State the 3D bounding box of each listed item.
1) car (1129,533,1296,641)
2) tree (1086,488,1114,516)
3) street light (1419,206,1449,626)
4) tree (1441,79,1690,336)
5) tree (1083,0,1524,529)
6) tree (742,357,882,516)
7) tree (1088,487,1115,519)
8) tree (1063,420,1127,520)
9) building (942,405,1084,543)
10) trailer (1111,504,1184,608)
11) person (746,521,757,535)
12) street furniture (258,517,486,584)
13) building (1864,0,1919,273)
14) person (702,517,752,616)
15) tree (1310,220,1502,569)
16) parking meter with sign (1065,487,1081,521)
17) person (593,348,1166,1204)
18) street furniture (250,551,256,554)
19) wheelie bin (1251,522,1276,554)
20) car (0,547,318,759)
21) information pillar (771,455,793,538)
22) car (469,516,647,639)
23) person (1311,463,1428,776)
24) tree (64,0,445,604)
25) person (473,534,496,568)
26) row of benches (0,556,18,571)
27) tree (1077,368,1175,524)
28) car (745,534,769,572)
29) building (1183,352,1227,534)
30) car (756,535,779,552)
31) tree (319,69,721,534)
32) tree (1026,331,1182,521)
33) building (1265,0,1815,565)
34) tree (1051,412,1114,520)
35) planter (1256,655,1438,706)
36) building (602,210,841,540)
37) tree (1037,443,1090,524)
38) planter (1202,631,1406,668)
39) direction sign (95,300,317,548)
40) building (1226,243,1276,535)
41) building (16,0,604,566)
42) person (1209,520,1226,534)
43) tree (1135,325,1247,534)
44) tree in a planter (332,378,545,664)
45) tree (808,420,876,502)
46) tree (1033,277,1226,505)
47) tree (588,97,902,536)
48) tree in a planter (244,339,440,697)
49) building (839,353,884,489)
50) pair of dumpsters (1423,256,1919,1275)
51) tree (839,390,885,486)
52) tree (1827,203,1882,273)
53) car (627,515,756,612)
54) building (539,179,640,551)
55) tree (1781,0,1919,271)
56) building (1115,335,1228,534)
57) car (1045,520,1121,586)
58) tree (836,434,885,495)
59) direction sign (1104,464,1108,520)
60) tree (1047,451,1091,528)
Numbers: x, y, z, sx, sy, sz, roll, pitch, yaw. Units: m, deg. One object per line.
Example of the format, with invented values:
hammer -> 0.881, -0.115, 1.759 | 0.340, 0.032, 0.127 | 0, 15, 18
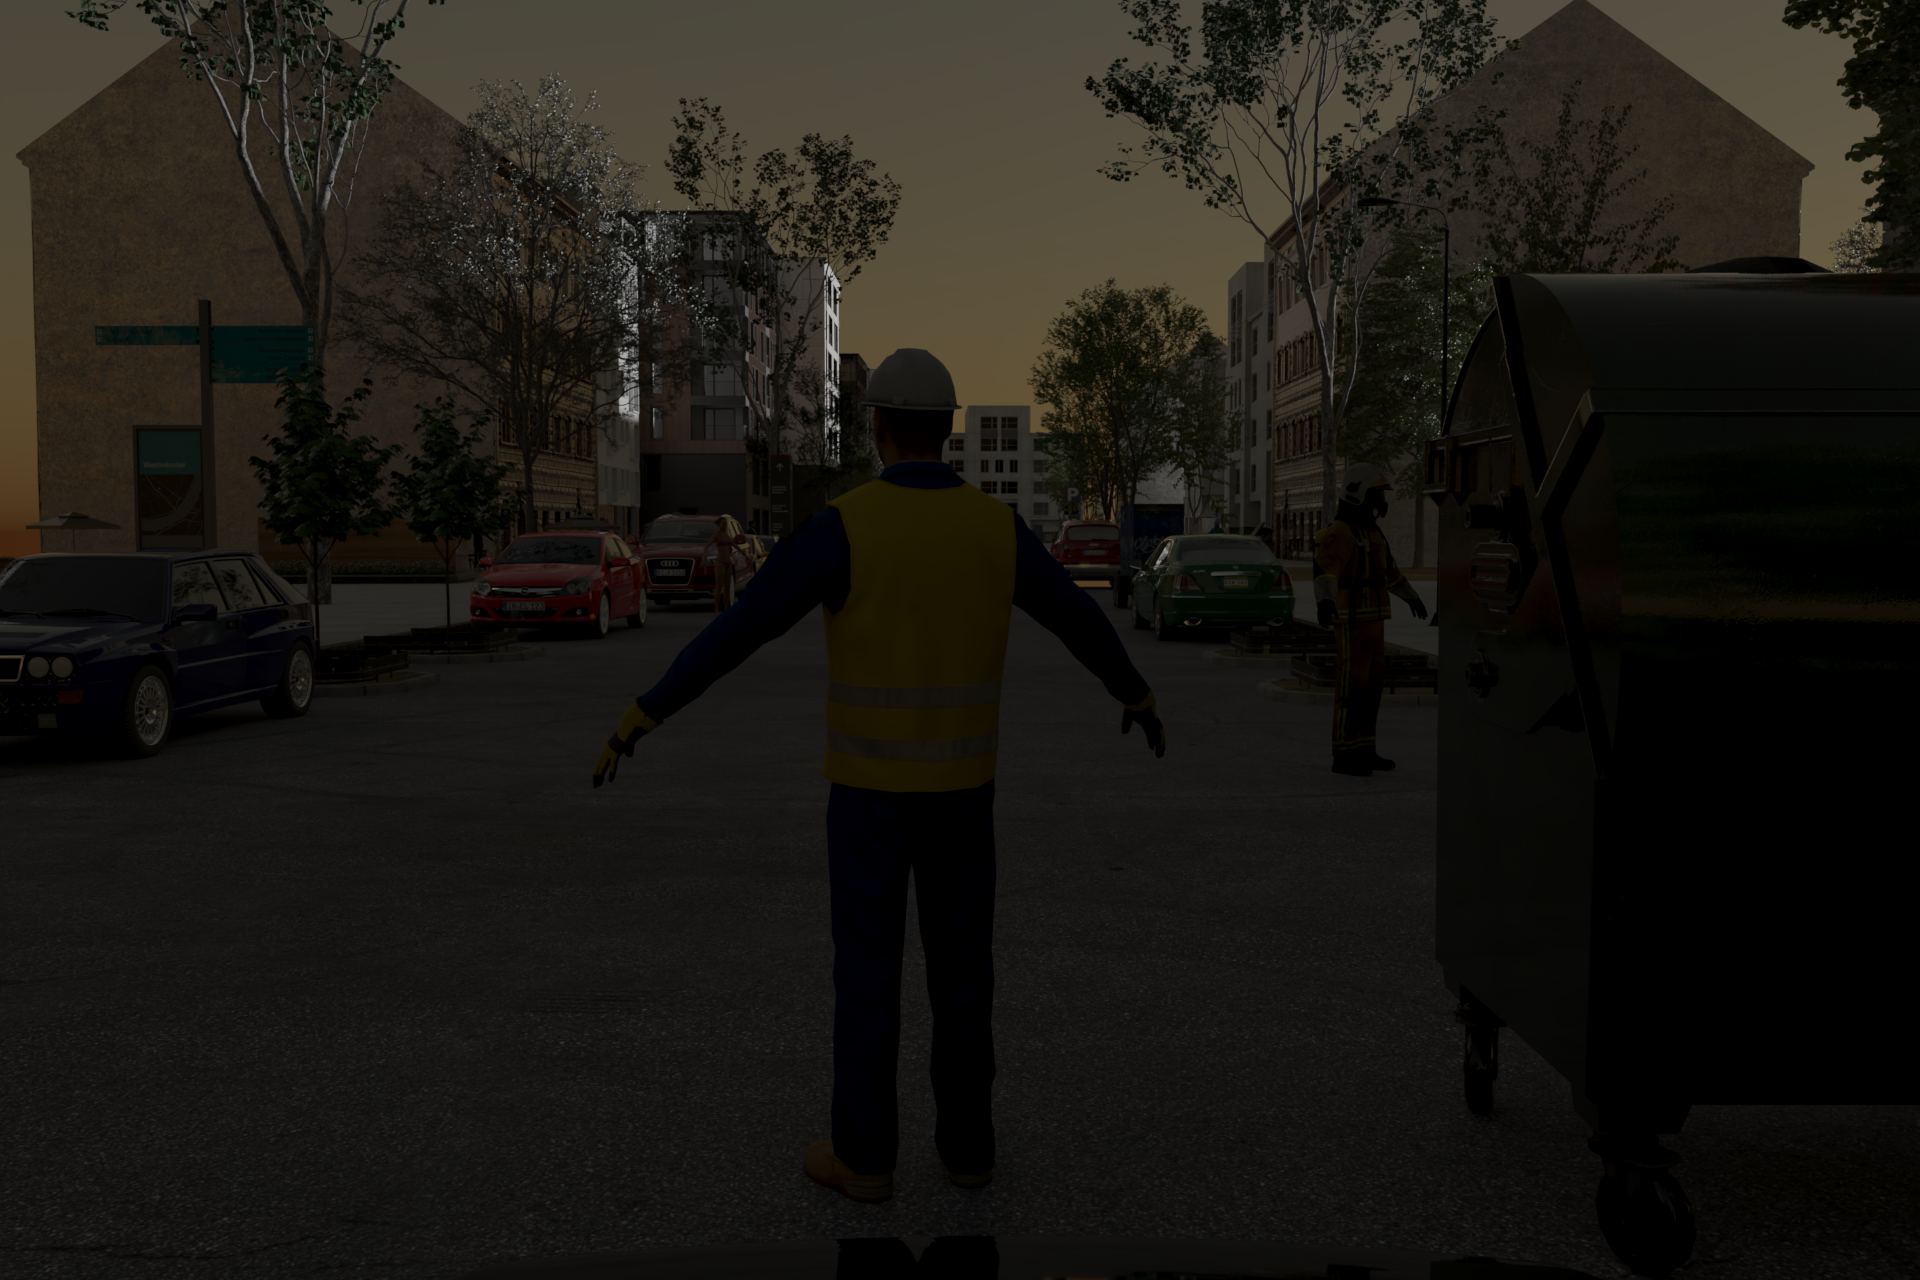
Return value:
car -> 3.531, -0.787, 24.661 | 2.131, 1.459, 4.920 | 0, 4, -1
tree -> 20.128, -17.920, 243.352 | 4.360, 8.622, 3.978 | 0, 3, 0
street light -> 7.245, -3.146, 23.979 | 1.470, 5.913, 1.316 | 0, 4, 1
tree -> 10.008, -4.822, 29.205 | 4.737, 8.622, 4.395 | 0, 3, 0
tree -> 8.414, -11.568, 45.024 | 12.611, 20.169, 13.585 | 0, 3, 0
tree -> -7.918, -9.643, 92.078 | 8.767, 10.594, 7.601 | 1, 4, 18
tree -> 19.803, -17.569, 237.619 | 4.360, 8.622, 3.978 | 0, 3, 0
tree -> 8.122, -9.654, 108.199 | 4.737, 8.622, 4.395 | 0, 3, 0
building -> 0.921, -22.957, 244.261 | 31.486, 18.905, 16.747 | 0, 4, -1
trailer -> 3.739, -1.679, 34.502 | 1.471, 1.999, 3.904 | 0, 3, 0
person -> -7.105, -3.252, 59.898 | 0.721, 1.740, 1.216 | 1, 4, 21
street furniture -> -17.595, -2.460, 47.069 | 9.812, 1.723, 11.010 | 0, 4, -6
building -> 26.491, -14.052, 27.021 | 12.463, 27.353, 25.104 | 0, 4, 0
person -> -4.071, -1.276, 30.123 | 0.721, 1.733, 1.217 | 2, 4, 35
tree -> 16.839, -8.900, 63.644 | 7.486, 12.596, 7.792 | 0, 3, 0
parking meter with sign -> 4.161, -4.111, 63.482 | 0.543, 3.016, 1.738 | 0, 4, 1
person -> -0.115, 0.282, 3.817 | 1.349, 1.833, 0.705 | -1, 4, -21
street furniture -> -29.835, -2.777, 61.035 | 10.072, 0.657, 5.734 | 0, 4, -7
wheelie bin -> 7.668, -2.209, 44.026 | 0.693, 1.594, 0.980 | 0, 4, 0
car -> -6.019, 0.018, 12.280 | 1.945, 1.354, 3.894 | 0, 4, 0
information pillar -> -5.846, -4.126, 56.842 | 0.750, 3.857, 0.750 | 0, 4, 2
car -> -5.739, -0.979, 25.046 | 2.155, 1.783, 4.494 | 0, 4, 1
person -> 2.426, -0.133, 10.398 | 0.705, 1.858, 1.354 | 3, 4, 38
tree -> -13.049, -10.674, 30.403 | 12.611, 20.169, 13.585 | 0, 3, 0
person -> -18.237, -3.635, 65.651 | 0.704, 1.802, 1.346 | 3, 5, 40
row of benches -> -26.844, -2.003, 48.219 | 1.422, 0.672, 4.104 | 2, 4, 26
tree -> 7.016, -7.680, 75.925 | 4.737, 8.622, 4.395 | 0, 3, 0
car -> -5.463, -1.889, 41.111 | 2.015, 1.641, 3.980 | 0, 4, 1
building -> 28.249, -19.664, 177.919 | 16.016, 20.090, 11.380 | 0, 4, 1
car -> -5.565, -2.115, 46.584 | 2.014, 1.417, 4.499 | 0, 4, 1
tree -> -11.546, -8.310, 46.245 | 12.009, 13.543, 11.850 | 0, 3, 0
tree -> 7.394, -9.883, 87.341 | 9.928, 11.665, 9.643 | 0, 3, 0
building -> 25.381, -15.257, 80.376 | 19.493, 23.208, 18.063 | 0, 4, 0
tree -> 7.752, -9.281, 102.105 | 4.360, 8.622, 3.978 | 0, 3, 0
planter -> 3.690, 0.352, 15.382 | 1.991, 0.319, 1.994 | 0, 4, 0
building -> -23.897, -17.250, 126.012 | 27.936, 21.610, 32.646 | 0, 4, 1
tree -> 7.402, -10.662, 124.693 | 4.737, 8.622, 4.395 | 0, 3, 0
planter -> 3.776, 0.099, 19.529 | 1.991, 0.319, 1.994 | 0, 3, 0
direction sign -> -8.602, -1.936, 20.416 | 2.525, 3.948, 1.411 | 0, 4, 1
building -> 26.809, -14.615, 105.409 | 16.747, 18.905, 31.486 | 0, 4, 1
building -> -27.675, -15.115, 78.056 | 19.493, 23.208, 18.063 | 0, 4, 1
person -> 9.863, -3.702, 66.656 | 1.347, 1.817, 0.704 | -1, 4, -18
tree -> 8.202, -6.738, 60.530 | 4.737, 8.622, 4.395 | 0, 3, 0
tree in a planter -> -5.941, -1.394, 20.018 | 1.991, 3.239, 1.994 | 0, 4, 2
tree -> -7.688, -9.348, 103.209 | 4.360, 8.622, 3.978 | 0, 3, 0
tree -> 6.771, -8.769, 69.123 | 9.928, 11.665, 9.643 | 0, 3, 0
tree -> -9.594, -13.512, 76.811 | 12.611, 20.169, 13.585 | 0, 3, 0
tree in a planter -> -5.999, -1.154, 16.084 | 1.991, 3.239, 1.994 | 0, 4, 1
building -> -21.694, -22.523, 212.230 | 27.936, 21.610, 32.646 | 0, 4, 1
pair of dumpsters -> 3.331, 0.068, 3.833 | 4.436, 2.255, 1.574 | 0, 4, 0
tree -> -7.466, -14.527, 147.892 | 12.009, 13.543, 11.850 | 0, 3, 0
tree -> 29.073, -8.544, 50.061 | 12.009, 13.543, 11.850 | 0, 3, 0
car -> -5.210, -1.533, 33.733 | 2.281, 1.827, 5.304 | 0, 4, 0
building -> -24.881, -14.516, 93.759 | 16.016, 20.090, 11.380 | 0, 4, 1
tree -> 9.533, -5.746, 12.068 | 7.486, 12.596, 7.792 | 0, 3, 0
building -> 27.970, -22.616, 200.705 | 19.493, 23.208, 18.063 | 0, 4, 1
car -> 3.451, -2.329, 46.748 | 2.281, 1.827, 5.304 | 0, 4, 1
tree -> -7.151, -10.587, 123.454 | 4.737, 8.622, 4.395 | 0, 3, 0
direction sign -> 4.733, -3.925, 56.165 | 0.379, 3.537, 0.876 | 0, 4, -1
tree -> 8.540, -11.314, 135.341 | 4.737, 8.622, 4.395 | 0, 3, 0
